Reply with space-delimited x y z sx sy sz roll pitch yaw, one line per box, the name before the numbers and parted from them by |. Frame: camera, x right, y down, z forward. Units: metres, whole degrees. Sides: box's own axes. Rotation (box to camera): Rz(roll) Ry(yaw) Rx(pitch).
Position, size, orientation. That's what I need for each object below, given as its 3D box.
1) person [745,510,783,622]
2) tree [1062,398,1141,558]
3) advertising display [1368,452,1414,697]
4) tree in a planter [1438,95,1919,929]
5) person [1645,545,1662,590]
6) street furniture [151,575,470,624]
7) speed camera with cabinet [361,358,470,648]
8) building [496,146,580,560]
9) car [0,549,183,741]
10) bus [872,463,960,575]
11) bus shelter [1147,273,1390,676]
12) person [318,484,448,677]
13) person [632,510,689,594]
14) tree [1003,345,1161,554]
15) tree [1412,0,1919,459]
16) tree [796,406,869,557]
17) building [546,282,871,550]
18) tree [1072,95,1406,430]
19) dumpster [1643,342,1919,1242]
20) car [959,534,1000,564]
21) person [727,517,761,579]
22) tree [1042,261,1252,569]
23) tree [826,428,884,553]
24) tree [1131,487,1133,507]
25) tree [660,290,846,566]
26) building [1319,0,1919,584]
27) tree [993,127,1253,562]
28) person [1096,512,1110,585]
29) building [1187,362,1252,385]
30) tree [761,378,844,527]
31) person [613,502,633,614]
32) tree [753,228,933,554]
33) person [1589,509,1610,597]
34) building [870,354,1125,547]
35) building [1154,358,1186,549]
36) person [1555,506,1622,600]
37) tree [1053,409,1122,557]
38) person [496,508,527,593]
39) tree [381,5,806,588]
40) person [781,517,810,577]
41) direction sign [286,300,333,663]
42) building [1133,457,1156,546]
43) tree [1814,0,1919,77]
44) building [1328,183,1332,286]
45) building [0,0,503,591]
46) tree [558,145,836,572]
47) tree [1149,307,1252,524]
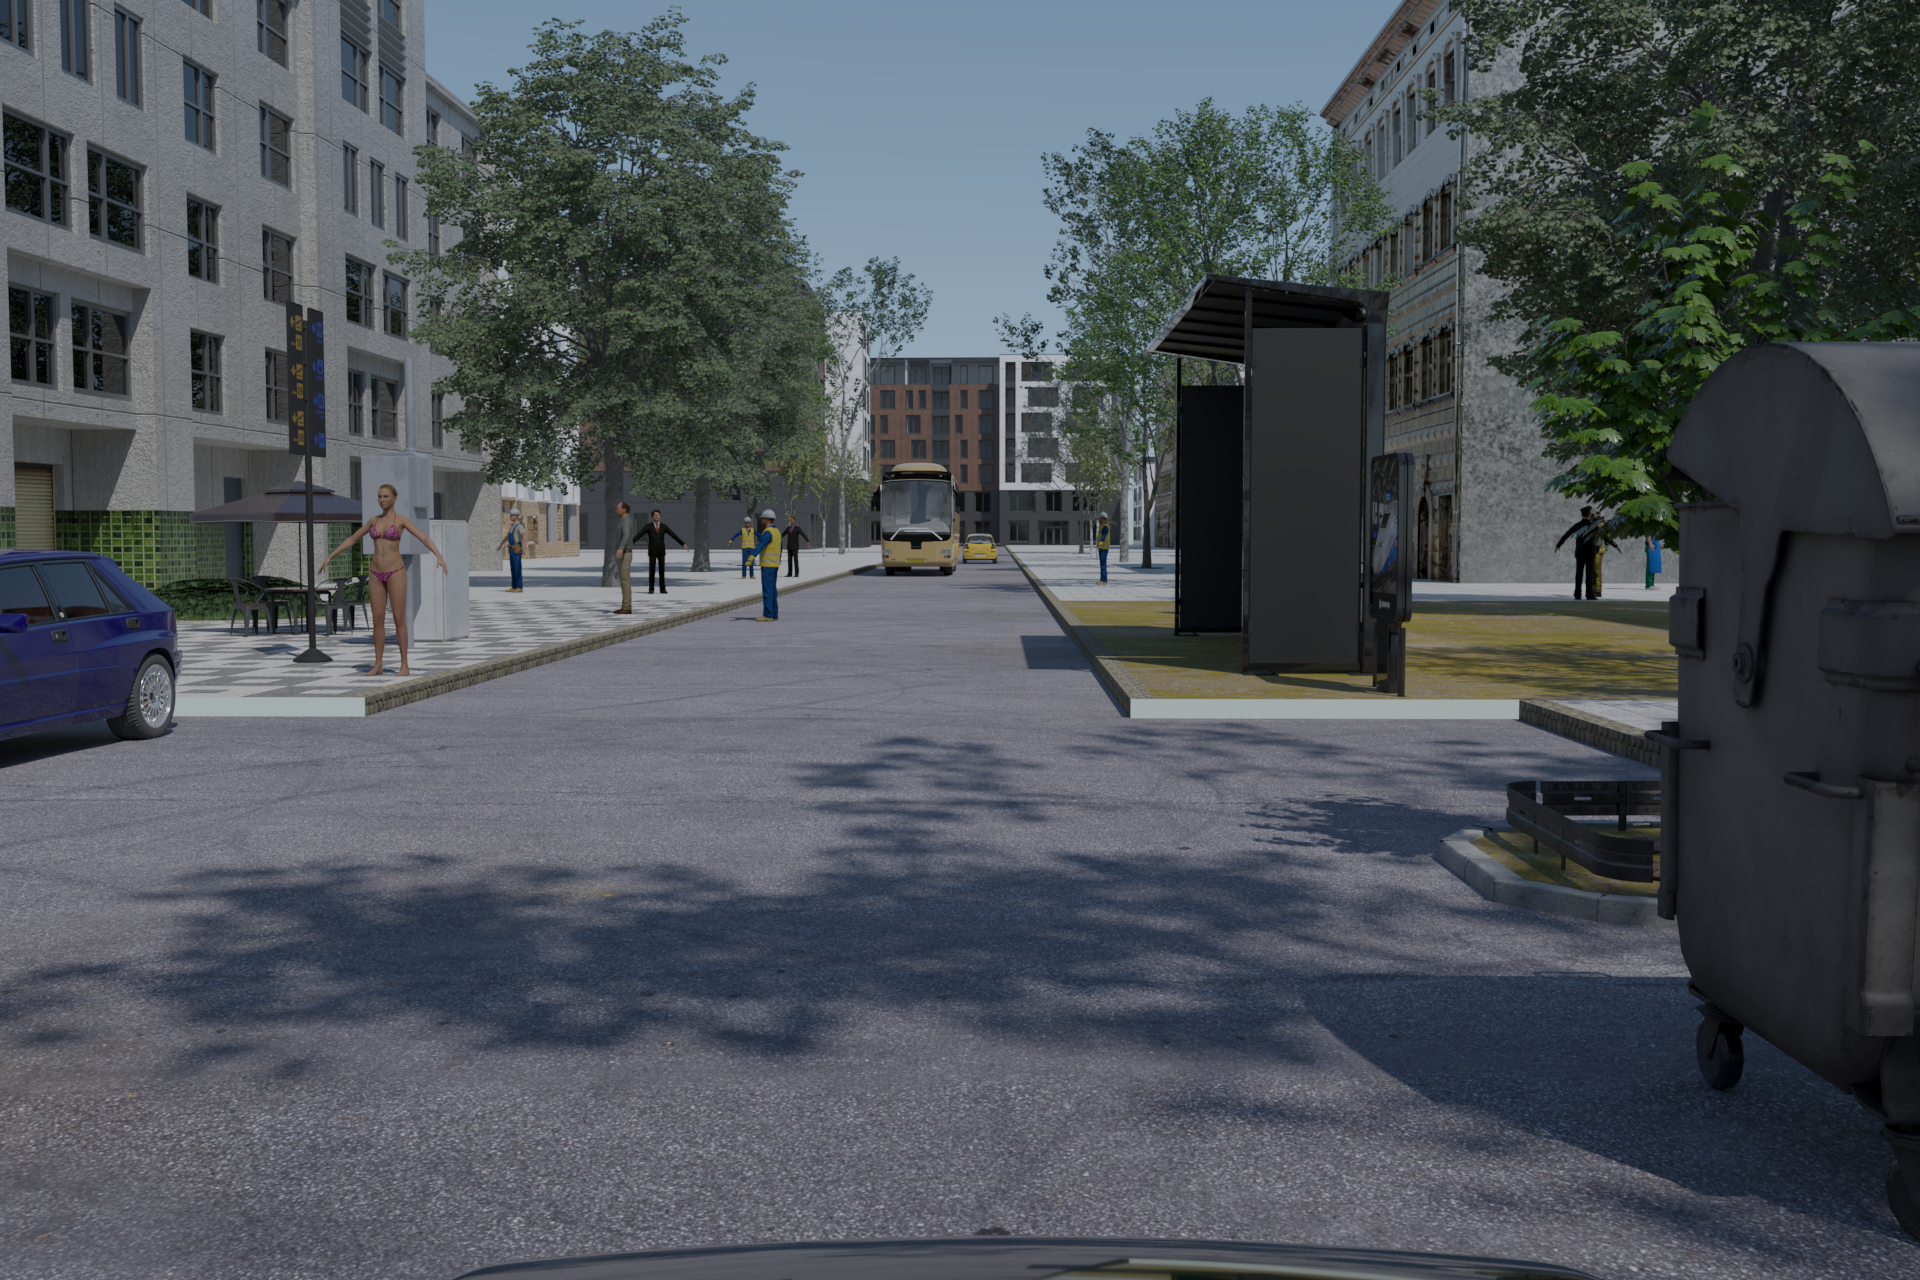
person | -3.166 -1.226 28.469 0.705 1.833 1.349 1 4 16
tree | 7.554 -8.659 91.939 4.737 8.622 4.395 0 3 0
advertising display | 3.485 -0.540 14.035 0.123 1.923 0.974 0 4 0
tree in a planter | 3.083 -0.604 7.097 1.991 3.239 1.994 0 4 2
person | 15.958 -2.063 39.863 0.704 1.817 1.347 2 4 30
street furniture | -11.349 -0.870 29.846 5.734 0.657 10.072 -1 4 -18
speed camera with cabinet | -6.373 -1.589 20.316 0.660 3.252 2.038 0 4 2
building | -26.892 -14.037 85.930 16.016 20.090 11.380 0 4 1
car | -6.512 0.106 10.846 1.945 1.354 3.894 0 4 2
bus | -1.369 -4.399 63.473 2.896 3.916 12.252 0 4 1
bus shelter | 3.144 -1.679 18.742 1.731 3.624 6.357 0 4 1
person | -5.193 -0.540 15.629 1.217 1.733 0.721 0 4 7
person | -6.493 -1.892 37.117 1.347 1.806 0.705 -1 4 -20
tree | 7.938 -12.298 111.441 12.009 13.543 11.850 0 3 0
tree | 12.210 -7.328 26.464 9.857 13.997 8.962 0 3 0
tree | -7.840 -8.965 96.944 4.360 8.622 3.978 0 3 0
building | -22.836 -19.100 156.262 27.936 21.610 32.646 0 4 0
tree | 6.442 -7.004 40.266 9.928 11.665 9.643 0 3 0
dumpster | 2.666 0.262 3.930 1.865 1.857 1.264 0 4 1
car | 0.961 -4.535 84.379 2.015 1.641 3.980 0 4 0
person | -6.057 -2.636 49.562 1.216 1.772 0.721 -1 4 -18
tree | 7.100 -8.460 64.078 9.928 11.665 9.643 0 3 0
tree | -7.421 -10.360 119.746 4.737 8.622 4.395 0 3 0
tree | 22.502 -15.692 206.921 4.737 8.622 4.395 0 3 0
tree | -8.351 -8.781 69.325 9.928 11.665 9.643 0 3 0
building | 22.375 -13.585 53.052 19.493 23.208 18.063 0 4 2
tree | 7.890 -13.676 79.494 12.611 20.169 13.585 0 3 0
person | 3.602 -2.325 43.986 0.705 1.833 1.349 0 4 4
building | 24.253 -17.723 146.184 16.016 20.090 11.380 0 4 1
tree | -7.499 -7.847 78.654 4.737 8.622 4.395 0 3 0
person | -5.422 -1.320 27.846 0.705 1.796 1.348 -1 4 -12
tree | -8.799 -15.479 108.965 12.611 20.169 13.585 0 3 0
person | 12.939 -1.806 35.296 0.705 1.858 1.354 1 4 11
building | 2.870 -22.184 209.138 32.646 21.610 27.936 0 4 2
building | 28.192 -20.165 160.626 19.493 23.208 18.063 0 4 2
person | 12.200 -1.702 33.760 1.347 1.837 0.705 3 5 44
tree | 7.511 -9.010 97.678 4.360 8.622 3.978 0 3 0
person | -9.787 -1.968 38.037 0.705 1.847 1.347 -3 5 -39
tree | -8.452 -8.247 41.492 9.857 13.997 8.962 0 3 0
person | -4.982 -2.766 51.453 1.346 1.802 0.704 2 4 28
direction sign | -6.508 -1.548 17.311 0.379 3.537 0.876 0 4 1
building | 24.142 -15.000 187.395 9.099 9.664 28.070 0 4 2
tree | 9.668 -4.681 10.943 7.601 10.594 8.767 -2 4 -34
building | 24.366 -14.269 89.725 16.016 20.090 11.380 0 4 1
building | -24.558 -10.858 43.986 16.747 18.905 31.486 0 4 1
tree | -8.758 -9.275 58.302 9.857 13.997 8.962 0 3 0
tree | 7.472 -6.284 53.108 4.737 8.622 4.395 0 3 0
